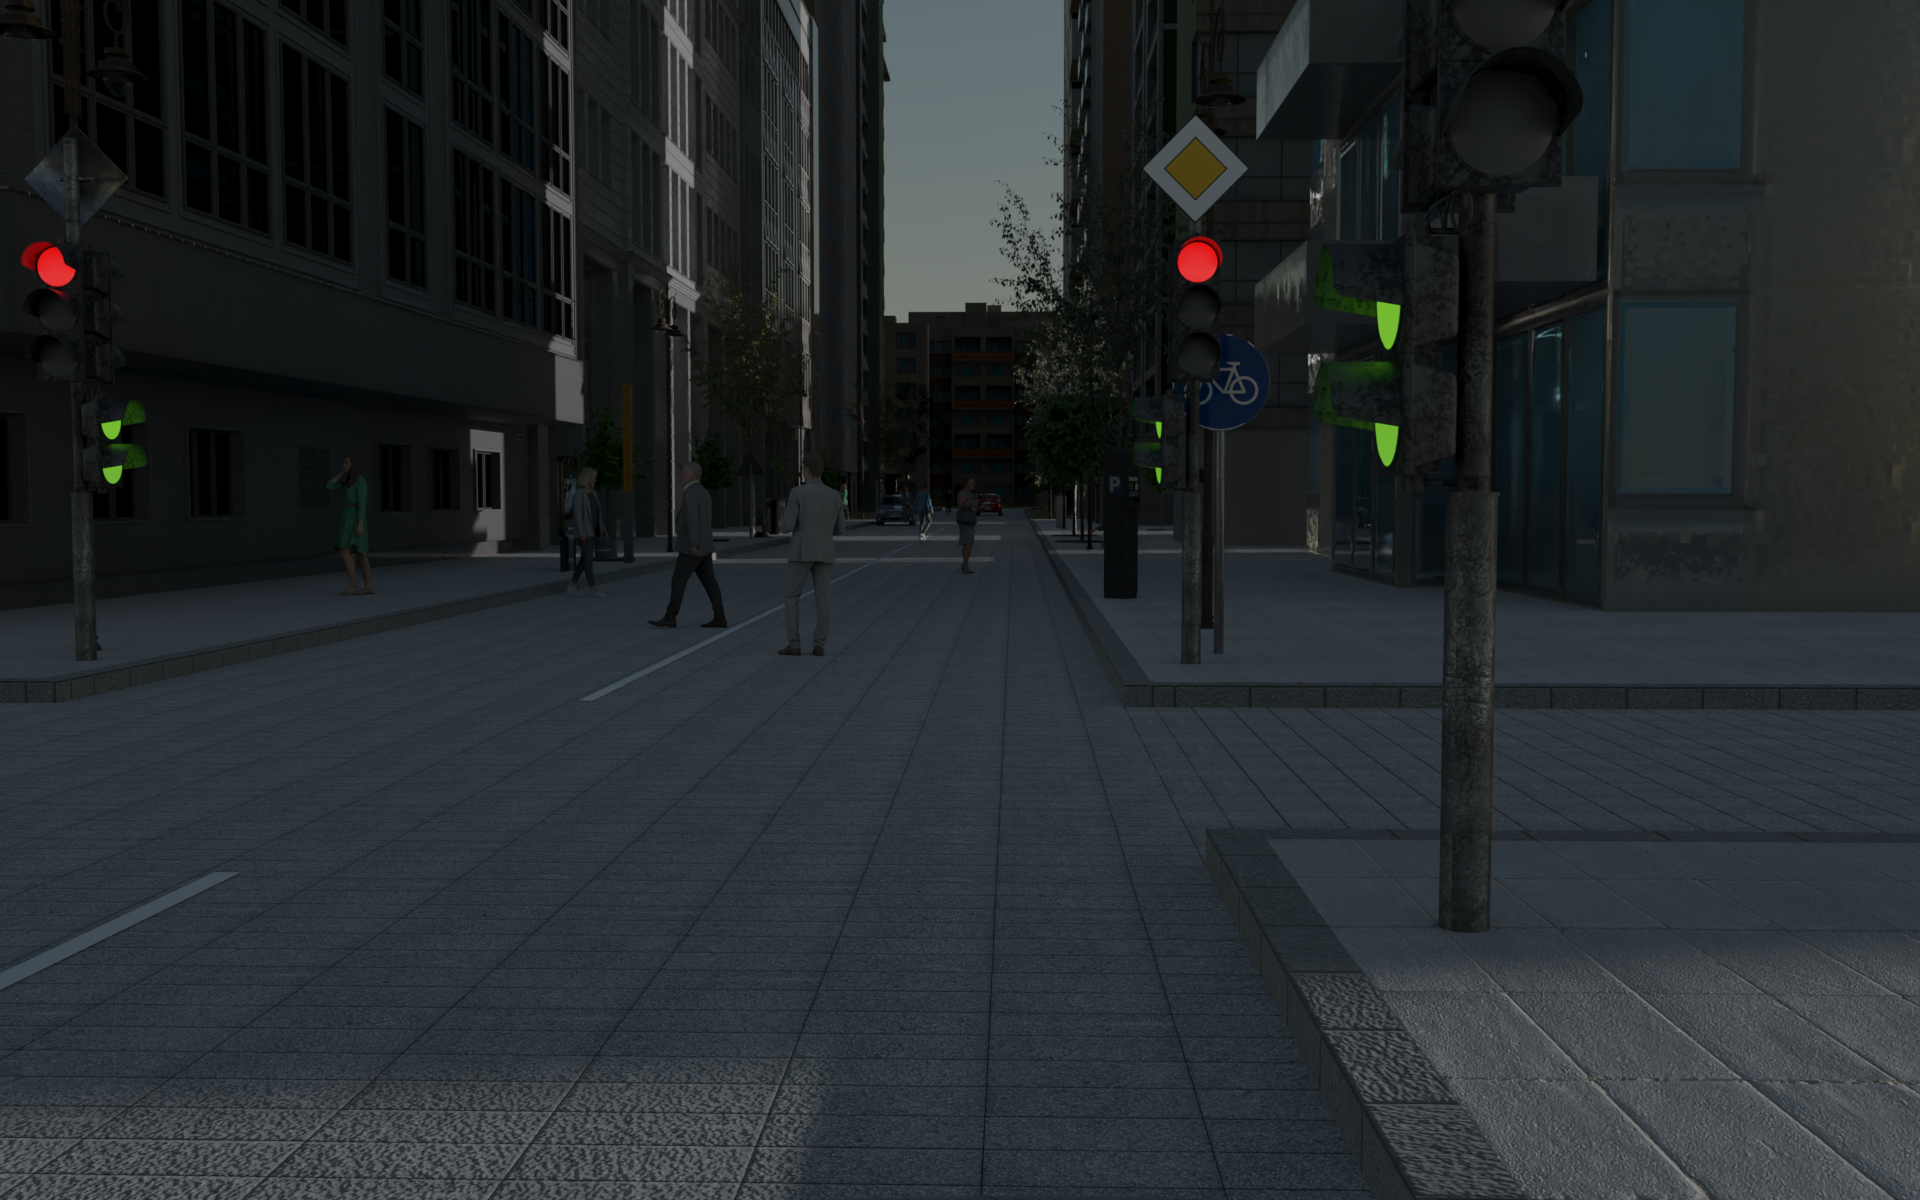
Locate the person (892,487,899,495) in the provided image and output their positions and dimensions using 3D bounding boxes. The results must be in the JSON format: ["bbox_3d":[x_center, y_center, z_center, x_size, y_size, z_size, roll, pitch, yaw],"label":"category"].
[{"bbox_3d":[-4.659,-7.527,129.118,1.348,1.823,0.705,1,4,14],"label":"person"}]

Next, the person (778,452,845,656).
[{"bbox_3d":[-1.364,-0.413,15.460,0.606,1.804,0.583,-3,4,-38],"label":"person"}]

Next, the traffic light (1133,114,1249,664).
[{"bbox_3d":[1.730,-1.473,13.000,0.839,4.253,0.868,0,4,2],"label":"traffic light"}]

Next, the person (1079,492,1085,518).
[{"bbox_3d":[6.295,-5.095,90.289,0.436,1.711,0.756,0,4,-1],"label":"person"}]

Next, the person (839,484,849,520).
[{"bbox_3d":[-5.660,-4.802,84.805,0.529,1.795,0.600,-1,4,-15],"label":"person"}]

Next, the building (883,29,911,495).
[{"bbox_3d":[-19.347,-30.395,151.575,28.867,44.769,22.147,0,4,2],"label":"building"}]

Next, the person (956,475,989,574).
[{"bbox_3d":[0.189,-1.366,31.199,0.532,1.782,0.716,1,4,23],"label":"person"}]

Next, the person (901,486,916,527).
[{"bbox_3d":[-2.250,-4.084,75.546,0.520,1.790,0.573,-2,4,-35],"label":"person"}]

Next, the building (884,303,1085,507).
[{"bbox_3d":[2.675,-20.995,188.312,28.899,21.520,27.650,0,4,2],"label":"building"}]

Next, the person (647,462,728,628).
[{"bbox_3d":[-2.910,-0.587,18.503,0.834,1.777,0.661,0,4,1],"label":"person"}]

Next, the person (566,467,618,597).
[{"bbox_3d":[-5.191,-0.953,24.262,0.728,1.800,0.709,2,4,24],"label":"person"}]

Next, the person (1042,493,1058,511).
[{"bbox_3d":[6.656,-7.404,127.089,1.348,1.826,0.705,0,4,-8],"label":"person"}]

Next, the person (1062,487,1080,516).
[{"bbox_3d":[6.500,-5.933,102.685,1.348,1.869,0.705,3,5,41],"label":"person"}]

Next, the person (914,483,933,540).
[{"bbox_3d":[-1.149,-2.769,54.123,0.601,1.785,0.444,3,5,45],"label":"person"}]

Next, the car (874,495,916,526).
[{"bbox_3d":[-2.930,-4.161,80.029,2.014,1.417,4.499,0,4,0],"label":"car"}]

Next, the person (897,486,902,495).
[{"bbox_3d":[-4.070,-6.849,118.031,0.705,1.824,1.348,-1,4,-10],"label":"person"}]

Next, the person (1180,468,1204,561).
[{"bbox_3d":[4.544,-1.632,33.078,0.532,1.782,0.716,2,4,27],"label":"person"}]

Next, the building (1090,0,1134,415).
[{"bbox_3d":[14.495,-27.282,96.166,14.600,45.320,14.200,0,4,2],"label":"building"}]

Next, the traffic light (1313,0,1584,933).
[{"bbox_3d":[1.476,-0.985,5.019,0.839,4.253,0.868,0,4,2],"label":"traffic light"}]

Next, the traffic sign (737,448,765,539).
[{"bbox_3d":[-5.978,-3.022,49.417,0.884,2.594,0.081,1,4,11],"label":"traffic sign"}]

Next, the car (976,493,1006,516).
[{"bbox_3d":[1.936,-6.459,114.651,2.155,1.783,4.494,0,4,4],"label":"car"}]

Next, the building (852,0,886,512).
[{"bbox_3d":[-12.896,-26.912,123.609,14.154,41.232,14.086,0,4,2],"label":"building"}]

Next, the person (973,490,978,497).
[{"bbox_3d":[1.209,-8.048,140.807,1.217,1.735,0.721,-3,4,-38],"label":"person"}]

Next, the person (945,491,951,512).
[{"bbox_3d":[-0.945,-7.943,139.091,0.721,1.736,1.217,-1,4,-18],"label":"person"}]

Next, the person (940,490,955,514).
[{"bbox_3d":[-0.918,-7.225,127.156,1.217,1.766,0.721,-2,4,-24],"label":"person"}]

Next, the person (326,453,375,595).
[{"bbox_3d":[-7.637,-0.954,21.887,0.600,1.795,0.529,3,5,39],"label":"person"}]

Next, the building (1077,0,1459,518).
[{"bbox_3d":[19.456,-30.512,118.485,23.786,49.044,30.456,0,4,2],"label":"building"}]

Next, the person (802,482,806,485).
[{"bbox_3d":[-6.305,-3.908,70.291,0.721,1.781,0.623,0,4,-3],"label":"person"}]

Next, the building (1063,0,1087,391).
[{"bbox_3d":[22.541,-34.127,147.210,28.713,52.752,27.495,0,4,2],"label":"building"}]

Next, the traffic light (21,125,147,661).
[{"bbox_3d":[-6.727,-1.488,13.253,0.839,4.253,0.868,0,4,2],"label":"traffic light"}]

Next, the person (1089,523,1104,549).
[{"bbox_3d":[3.452,-1.633,38.245,0.738,1.151,1.012,-3,4,-36],"label":"person"}]

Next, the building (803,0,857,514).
[{"bbox_3d":[-14.088,-28.091,109.399,14.600,45.320,14.200,0,4,2],"label":"building"}]

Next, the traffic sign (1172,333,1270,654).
[{"bbox_3d":[2.081,-0.841,13.858,0.768,2.556,0.104,1,4,11],"label":"traffic sign"}]
